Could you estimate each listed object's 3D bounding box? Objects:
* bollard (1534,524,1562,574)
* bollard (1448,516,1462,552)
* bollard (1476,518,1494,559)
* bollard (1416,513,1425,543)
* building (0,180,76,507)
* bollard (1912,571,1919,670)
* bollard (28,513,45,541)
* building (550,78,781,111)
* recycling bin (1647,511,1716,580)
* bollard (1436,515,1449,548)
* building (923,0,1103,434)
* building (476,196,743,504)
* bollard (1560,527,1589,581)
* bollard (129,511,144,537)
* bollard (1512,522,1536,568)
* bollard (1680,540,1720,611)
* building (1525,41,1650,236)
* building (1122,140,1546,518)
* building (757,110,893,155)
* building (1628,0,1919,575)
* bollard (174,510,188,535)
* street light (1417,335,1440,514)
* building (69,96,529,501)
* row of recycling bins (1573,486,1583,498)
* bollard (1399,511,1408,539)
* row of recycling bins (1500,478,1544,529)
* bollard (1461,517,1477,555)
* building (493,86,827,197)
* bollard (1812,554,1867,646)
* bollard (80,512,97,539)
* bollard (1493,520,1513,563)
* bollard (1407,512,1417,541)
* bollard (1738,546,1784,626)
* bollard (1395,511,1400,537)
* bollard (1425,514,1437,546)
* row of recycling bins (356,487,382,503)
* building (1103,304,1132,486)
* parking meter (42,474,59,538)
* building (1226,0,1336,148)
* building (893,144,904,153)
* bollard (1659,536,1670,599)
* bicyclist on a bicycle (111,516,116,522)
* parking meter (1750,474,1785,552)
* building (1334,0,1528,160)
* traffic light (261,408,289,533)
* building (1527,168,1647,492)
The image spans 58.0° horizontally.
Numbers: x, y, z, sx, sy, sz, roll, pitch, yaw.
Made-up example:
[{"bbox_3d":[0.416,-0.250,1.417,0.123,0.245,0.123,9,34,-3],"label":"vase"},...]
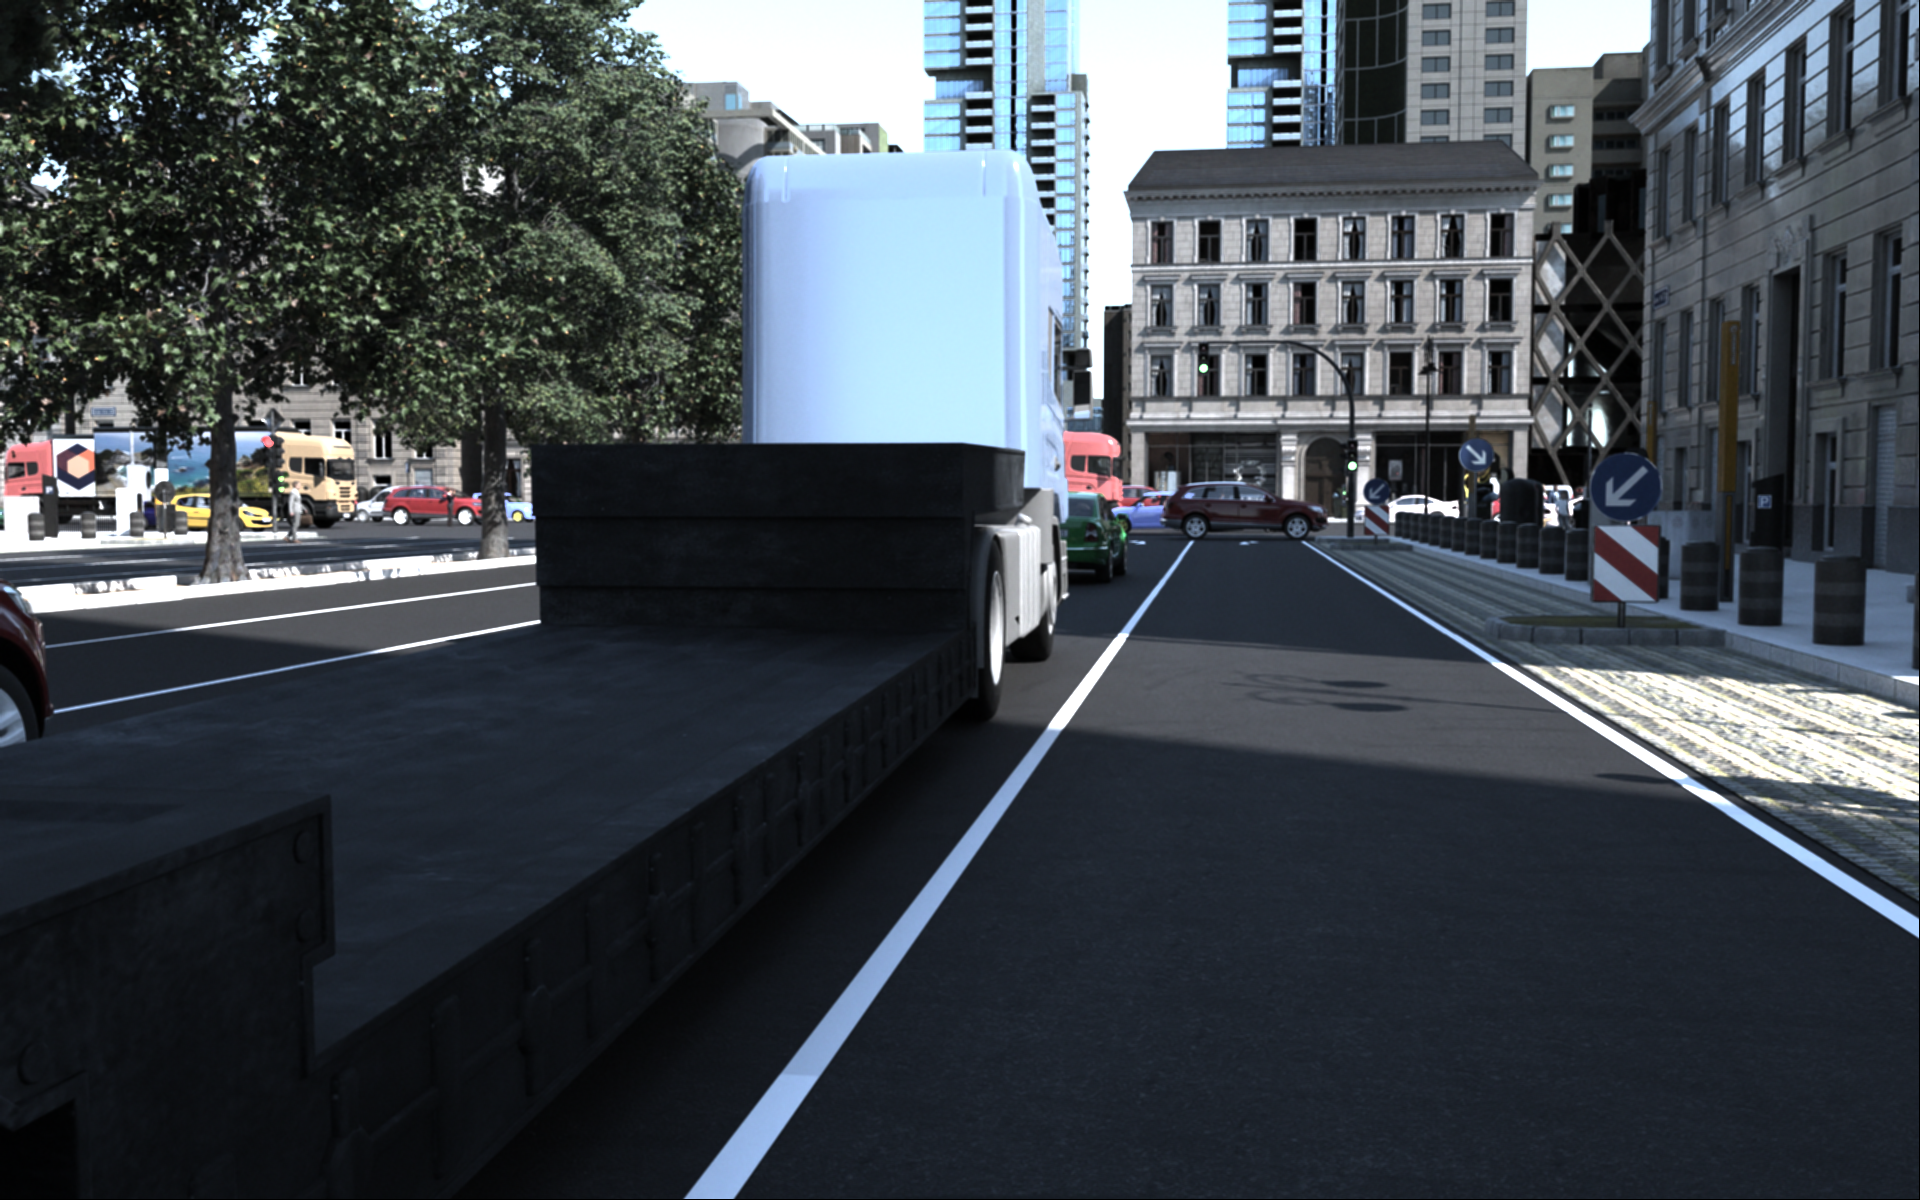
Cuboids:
[{"bbox_3d":[9.537,-0.806,27.887,0.404,0.777,0.398,0,3,0],"label":"bollard"},{"bbox_3d":[11.221,-1.473,38.800,0.404,0.777,0.398,0,3,0],"label":"bollard"},{"bbox_3d":[10.547,-1.205,34.424,0.404,0.777,0.398,0,3,0],"label":"bollard"},{"bbox_3d":[12.223,-1.873,45.337,0.404,0.777,0.398,0,3,0],"label":"bollard"},{"bbox_3d":[-65.050,-16.541,112.242,24.055,21.916,13.314,1,4,9],"label":"building"},{"bbox_3d":[7.185,0.127,12.640,0.404,0.777,0.398,0,3,0],"label":"bollard"},{"bbox_3d":[-25.293,-2.000,47.423,0.404,0.777,0.398,0,3,0],"label":"bollard"},{"bbox_3d":[-35.464,-35.662,202.684,30.456,49.044,23.786,1,4,9],"label":"building"},{"bbox_3d":[10.893,-0.833,26.179,0.722,1.027,0.722,-2,4,-33],"label":"recycling bin"},{"bbox_3d":[11.557,-1.606,40.978,0.404,0.777,0.398,0,3,0],"label":"bollard"},{"bbox_3d":[6.920,-58.302,265.913,31.000,86.520,22.319,1,4,9],"label":"building"},{"bbox_3d":[-18.230,-14.606,103.438,19.286,19.102,10.561,1,4,9],"label":"building"},{"bbox_3d":[9.202,-0.673,25.714,0.404,0.777,0.398,0,3,0],"label":"bollard"},{"bbox_3d":[-24.621,-2.267,51.783,0.404,0.777,0.398,0,3,0],"label":"bollard"},{"bbox_3d":[9.875,-0.939,30.076,0.404,0.777,0.398,0,3,0],"label":"bollard"},{"bbox_3d":[8.191,-0.272,19.172,0.404,0.777,0.398,0,3,0],"label":"bollard"},{"bbox_3d":[70.867,-34.514,188.007,21.600,48.544,21.300,1,4,9],"label":"building"},{"bbox_3d":[11.315,-15.168,98.906,40.483,20.767,10.553,1,4,9],"label":"building"},{"bbox_3d":[-15.856,-30.736,186.134,14.154,41.232,14.086,1,4,9],"label":"building"},{"bbox_3d":[21.685,-14.383,32.427,12.463,27.353,25.104,1,4,9],"label":"building"},{"bbox_3d":[-24.285,-2.401,53.966,0.404,0.777,0.398,0,3,0],"label":"bollard"},{"bbox_3d":[13.606,-4.749,50.435,0.468,5.910,1.993,1,4,9],"label":"street light"},{"bbox_3d":[-40.619,-18.985,107.668,25.104,27.353,12.463,1,4,9],"label":"building"},{"bbox_3d":[31.798,-5.081,90.194,3.534,1.692,1.069,1,4,16],"label":"row of recycling bins"},{"bbox_3d":[12.898,-2.140,49.702,0.404,0.777,0.398,0,3,0],"label":"bollard"},{"bbox_3d":[15.003,-2.399,46.339,1.069,1.692,3.534,2,4,23],"label":"row of recycling bins"},{"bbox_3d":[10.879,-1.339,36.603,0.404,0.777,0.398,0,3,0],"label":"bollard"},{"bbox_3d":[-27.151,-29.162,168.673,32.217,40.220,23.993,1,4,9],"label":"building"},{"bbox_3d":[7.523,-0.006,14.814,0.404,0.777,0.398,0,3,0],"label":"bollard"},{"bbox_3d":[-24.959,-2.133,49.596,0.404,0.777,0.398,0,3,0],"label":"bollard"},{"bbox_3d":[10.210,-1.072,32.250,0.404,0.777,0.398,0,3,0],"label":"bollard"},{"bbox_3d":[12.565,-2.006,47.512,0.404,0.777,0.398,0,3,0],"label":"bollard"},{"bbox_3d":[7.857,-0.139,16.989,0.404,0.777,0.398,0,3,0],"label":"bollard"},{"bbox_3d":[13.235,-2.273,51.878,0.404,0.777,0.398,0,3,0],"label":"bollard"},{"bbox_3d":[11.892,-1.740,43.163,0.404,0.777,0.398,0,3,0],"label":"bollard"},{"bbox_3d":[-33.261,-5.536,97.619,3.534,1.692,1.069,0,4,-1],"label":"row of recycling bins"},{"bbox_3d":[28.672,-29.894,260.475,14.107,30.474,14.160,1,4,9],"label":"building"},{"bbox_3d":[-26.890,-2.784,51.237,0.399,1.863,0.255,-1,4,-18],"label":"parking meter"},{"bbox_3d":[51.470,-57.857,258.626,31.000,86.520,22.319,1,4,9],"label":"building"},{"bbox_3d":[-12.609,-31.891,205.015,14.086,41.232,14.154,1,4,9],"label":"building"},{"bbox_3d":[8.530,-0.406,21.357,0.404,0.777,0.398,0,3,0],"label":"bollard"},{"bbox_3d":[-43.068,-4.846,89.258,1.625,1.676,1.499,1,4,10],"label":"bicyclist on a bicycle"},{"bbox_3d":[10.000,-0.799,21.480,0.372,1.533,0.369,0,3,0],"label":"parking meter"},{"bbox_3d":[49.850,-46.016,190.613,20.563,71.187,20.611,1,4,9],"label":"building"},{"bbox_3d":[-22.294,-4.121,56.301,0.839,4.253,0.868,1,4,9],"label":"traffic light"},{"bbox_3d":[40.206,-14.123,98.364,16.811,18.784,16.820,1,4,9],"label":"building"}]
